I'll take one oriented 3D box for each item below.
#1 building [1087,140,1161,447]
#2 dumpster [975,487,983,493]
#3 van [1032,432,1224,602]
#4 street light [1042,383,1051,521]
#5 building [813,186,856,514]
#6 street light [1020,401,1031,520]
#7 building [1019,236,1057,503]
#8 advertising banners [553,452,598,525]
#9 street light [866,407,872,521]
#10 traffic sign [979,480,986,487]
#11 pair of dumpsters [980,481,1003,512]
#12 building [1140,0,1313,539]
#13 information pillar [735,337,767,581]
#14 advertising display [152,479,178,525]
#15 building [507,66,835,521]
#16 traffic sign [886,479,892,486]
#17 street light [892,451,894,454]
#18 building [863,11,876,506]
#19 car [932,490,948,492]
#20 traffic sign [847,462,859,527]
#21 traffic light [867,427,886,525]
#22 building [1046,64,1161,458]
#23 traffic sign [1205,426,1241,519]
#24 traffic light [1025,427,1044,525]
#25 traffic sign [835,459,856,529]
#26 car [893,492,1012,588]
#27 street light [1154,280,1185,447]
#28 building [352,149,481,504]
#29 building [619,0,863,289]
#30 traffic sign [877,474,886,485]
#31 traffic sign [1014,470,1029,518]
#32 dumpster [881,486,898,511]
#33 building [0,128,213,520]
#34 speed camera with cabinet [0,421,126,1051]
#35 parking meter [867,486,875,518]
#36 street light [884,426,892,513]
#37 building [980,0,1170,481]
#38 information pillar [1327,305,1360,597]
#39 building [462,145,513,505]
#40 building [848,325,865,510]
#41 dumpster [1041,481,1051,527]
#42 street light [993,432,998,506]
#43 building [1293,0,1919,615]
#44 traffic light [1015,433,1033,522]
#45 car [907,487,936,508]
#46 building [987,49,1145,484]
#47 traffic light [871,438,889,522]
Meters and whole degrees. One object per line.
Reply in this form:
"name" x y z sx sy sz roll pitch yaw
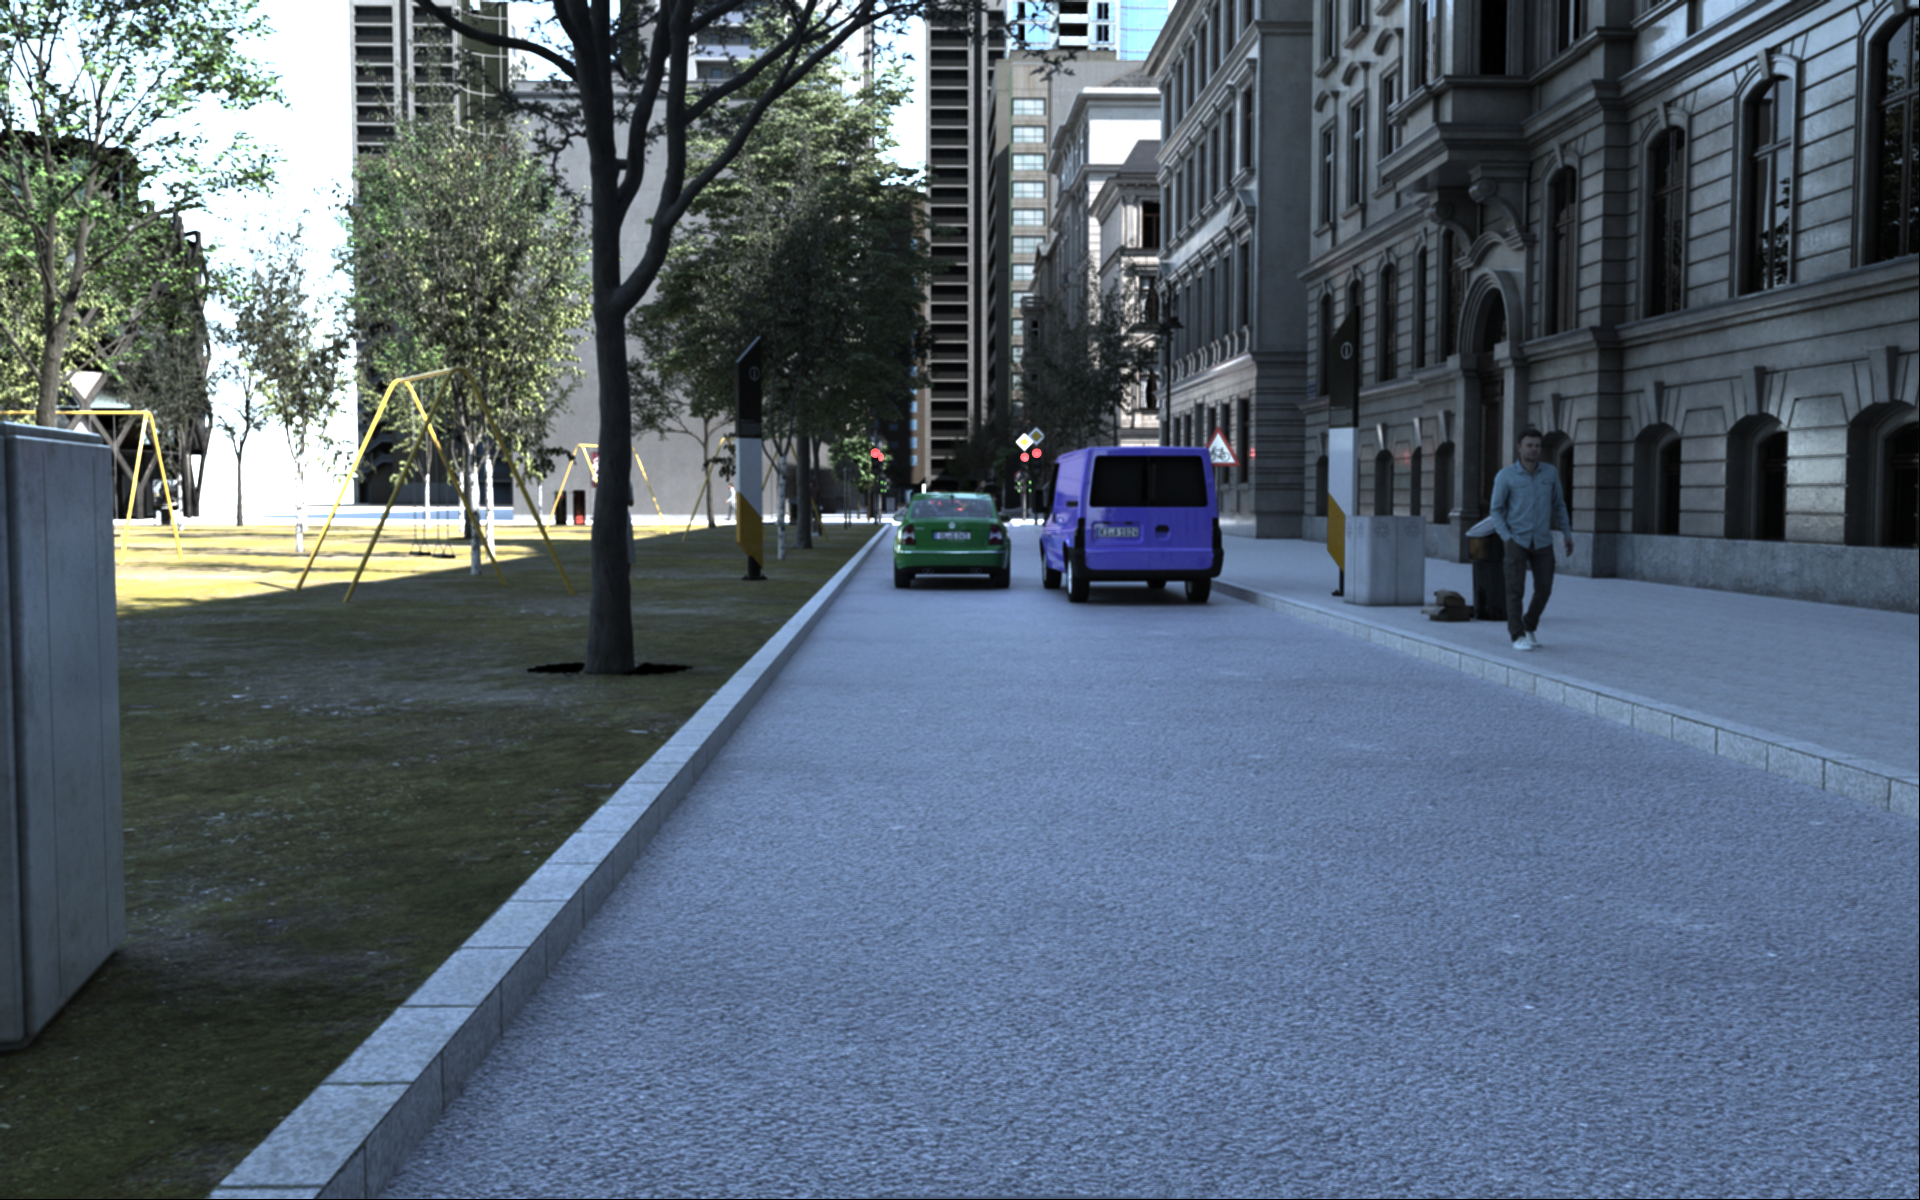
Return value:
"building" 16.539 -13.659 87.948 19.286 19.102 10.561 0 4 -1
"dumpster" 1.827 -8.327 141.905 1.264 1.857 1.865 0 4 -1
"van" 2.285 -1.236 24.589 2.240 2.365 5.245 0 4 -3
"street light" 3.547 -6.067 71.979 0.468 5.910 1.993 0 4 -1
"building" -14.108 -20.035 124.843 12.463 27.353 25.104 0 4 -1
"street light" 3.269 -6.948 86.387 0.468 5.910 1.993 0 4 -1
"building" 12.035 -19.518 138.209 14.460 24.649 34.723 0 4 -1
"advertising banners" -15.870 -4.638 72.016 2.074 3.025 0.090 0 4 -7
"street light" -4.295 -6.638 81.315 0.468 5.910 1.993 0 4 -1
"traffic sign" 2.049 -9.393 153.685 0.768 2.556 0.104 0 4 5
"pair of dumpsters" 2.319 -7.591 126.610 1.574 2.255 4.437 0 4 -1
"building" 13.192 -13.616 58.771 11.583 22.565 21.152 0 4 -1
"information pillar" -3.122 -2.101 25.700 0.183 3.616 0.504 3 4 38
"advertising display" -33.047 -4.087 72.028 0.974 1.923 0.123 -2 4 -25
"building" -14.670 -16.996 96.954 14.314 24.678 30.058 0 4 -1
"traffic sign" -5.917 -8.628 141.177 0.768 2.556 0.104 0 3 0
"street light" -5.947 -10.834 149.917 0.468 5.910 1.993 0 4 -1
"building" -21.104 -47.607 216.631 20.611 71.187 20.563 0 4 -1
"car" -1.964 -9.660 166.607 2.281 1.827 5.304 0 4 -3
"traffic sign" -4.308 -4.127 67.576 0.768 2.556 0.104 0 4 1
"traffic light" -3.495 -5.092 72.170 0.839 4.253 0.868 0 4 -1
"building" 13.089 -19.643 108.549 14.401 28.519 23.554 0 4 -1
"traffic sign" 4.955 -2.038 33.329 0.884 2.594 0.081 0 4 4
"traffic light" 3.164 -5.103 72.353 0.839 4.253 0.868 0 4 -1
"traffic sign" -4.176 -3.862 63.246 0.768 2.556 0.104 0 4 -1
"car" -0.124 -1.166 27.855 1.959 1.807 4.718 0 4 0
"street light" 4.513 -3.960 37.528 0.468 5.910 1.993 0 4 -1
"building" -67.453 -34.847 219.851 14.200 45.320 14.600 0 4 -1
"building" -20.342 -38.321 168.539 21.231 58.520 28.212 0 4 -1
"traffic sign" -4.761 -6.306 103.212 0.768 2.556 0.104 0 4 0
"traffic sign" 3.236 -5.560 91.007 0.768 2.556 0.104 0 3 0
"dumpster" -5.482 -7.946 135.676 1.264 1.857 1.865 0 4 -1
"building" -48.308 -13.545 88.906 16.811 18.784 16.820 0 4 -1
"speed camera with cabinet" -2.394 -0.576 3.752 0.660 3.252 2.038 -1 4 -13
"parking meter" -4.730 -5.265 91.796 0.255 1.863 0.399 -3 5 -43
"street light" -4.999 -8.750 115.855 0.468 5.910 1.993 0 4 -1
"building" 14.219 -54.985 211.681 22.319 86.520 31.000 0 4 -1
"information pillar" 4.816 -1.857 21.718 0.183 3.616 0.504 -2 4 -27
"building" -45.826 -34.360 216.417 28.867 44.769 22.147 0 4 -1
"building" -13.490 -17.855 146.681 10.420 20.320 16.860 0 4 -1
"dumpster" 3.849 -3.761 67.254 1.264 1.857 1.865 0 4 -1
"street light" 2.456 -9.031 120.452 0.468 5.910 1.993 0 4 -1
"building" 15.037 -12.921 30.348 14.460 24.649 34.723 0 4 -1
"traffic light" 2.964 -5.591 80.335 0.839 4.253 0.868 0 4 -1
"car" -0.905 -3.188 61.917 2.009 1.686 4.222 0 4 -2
"building" 14.015 -34.416 186.397 21.300 48.544 21.600 0 4 -1
"traffic light" -3.695 -5.580 80.153 0.839 4.253 0.868 0 4 -1
